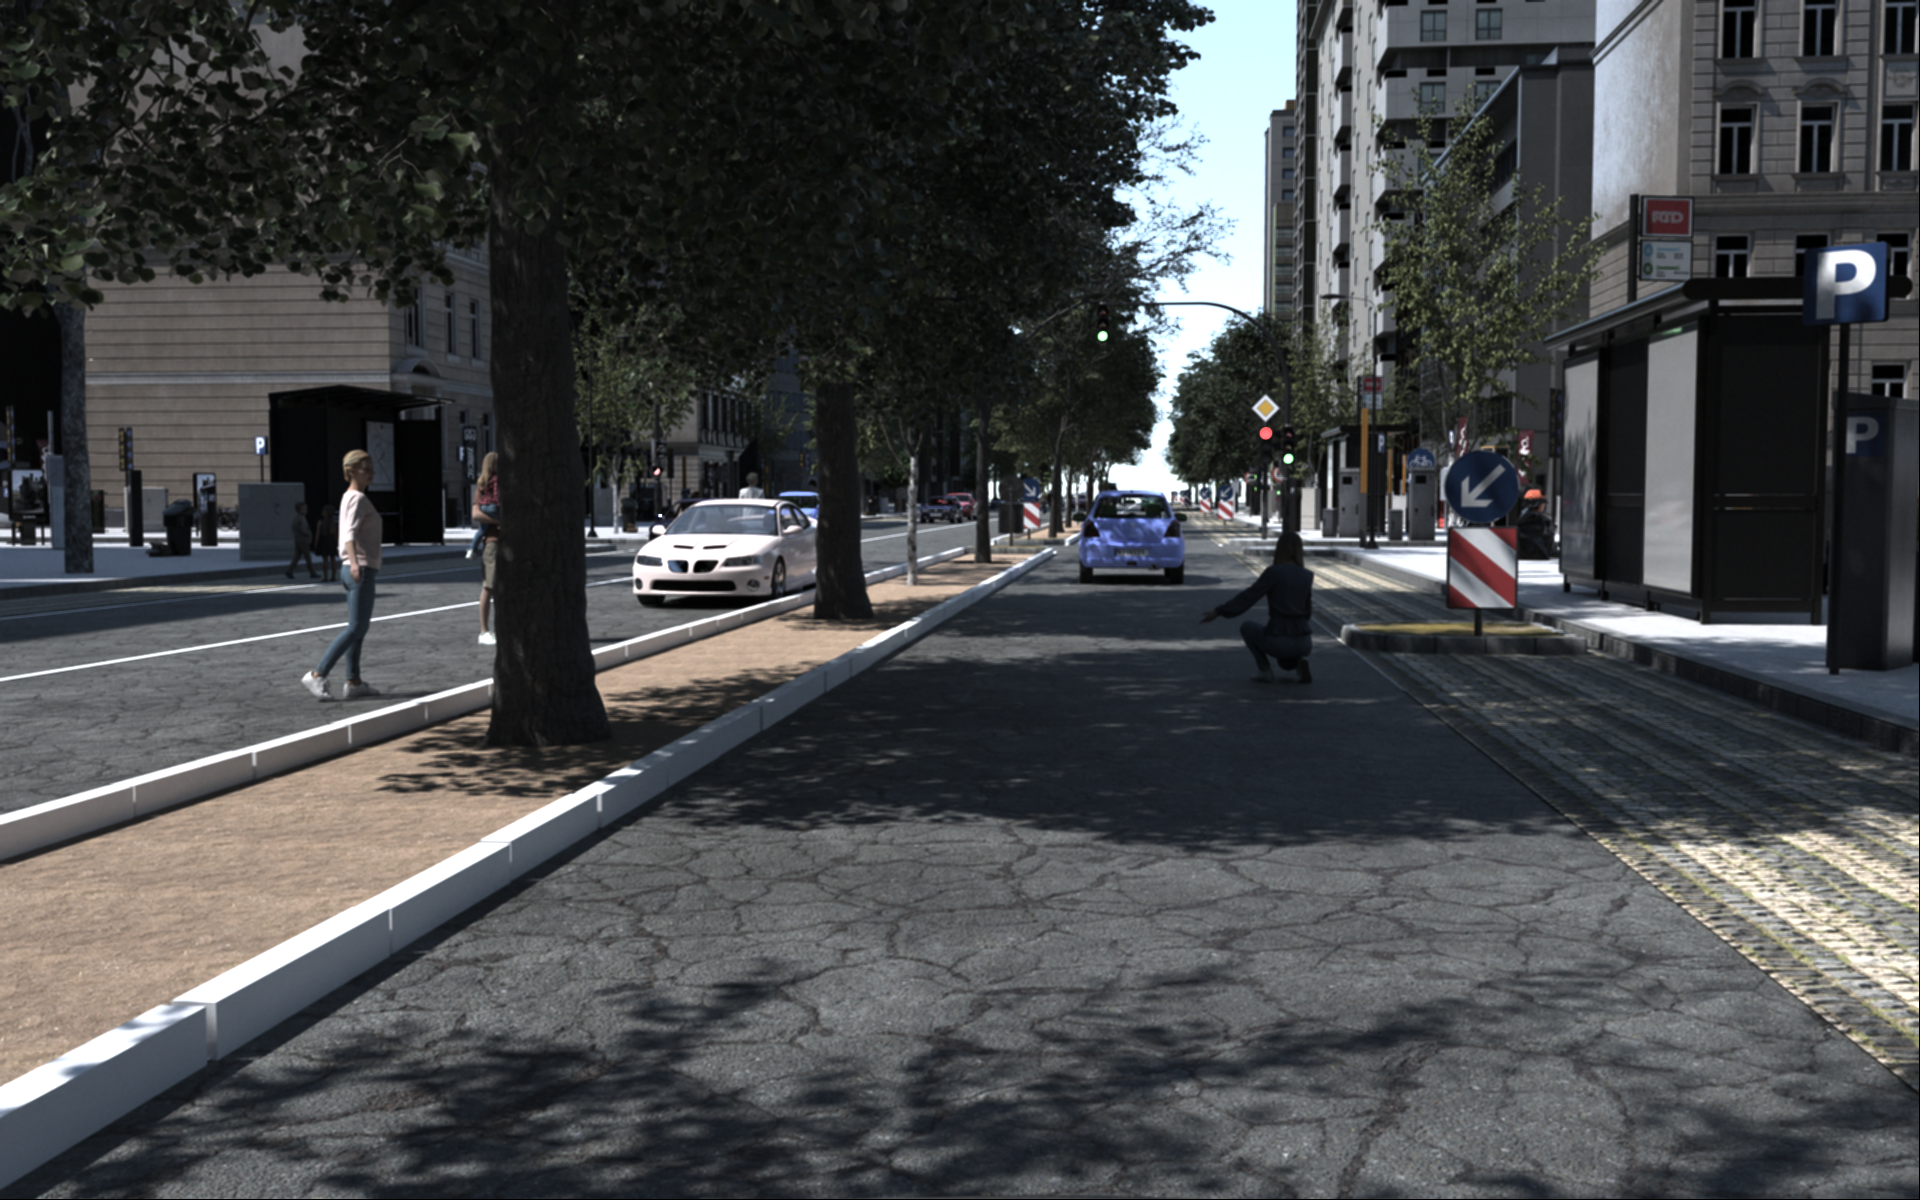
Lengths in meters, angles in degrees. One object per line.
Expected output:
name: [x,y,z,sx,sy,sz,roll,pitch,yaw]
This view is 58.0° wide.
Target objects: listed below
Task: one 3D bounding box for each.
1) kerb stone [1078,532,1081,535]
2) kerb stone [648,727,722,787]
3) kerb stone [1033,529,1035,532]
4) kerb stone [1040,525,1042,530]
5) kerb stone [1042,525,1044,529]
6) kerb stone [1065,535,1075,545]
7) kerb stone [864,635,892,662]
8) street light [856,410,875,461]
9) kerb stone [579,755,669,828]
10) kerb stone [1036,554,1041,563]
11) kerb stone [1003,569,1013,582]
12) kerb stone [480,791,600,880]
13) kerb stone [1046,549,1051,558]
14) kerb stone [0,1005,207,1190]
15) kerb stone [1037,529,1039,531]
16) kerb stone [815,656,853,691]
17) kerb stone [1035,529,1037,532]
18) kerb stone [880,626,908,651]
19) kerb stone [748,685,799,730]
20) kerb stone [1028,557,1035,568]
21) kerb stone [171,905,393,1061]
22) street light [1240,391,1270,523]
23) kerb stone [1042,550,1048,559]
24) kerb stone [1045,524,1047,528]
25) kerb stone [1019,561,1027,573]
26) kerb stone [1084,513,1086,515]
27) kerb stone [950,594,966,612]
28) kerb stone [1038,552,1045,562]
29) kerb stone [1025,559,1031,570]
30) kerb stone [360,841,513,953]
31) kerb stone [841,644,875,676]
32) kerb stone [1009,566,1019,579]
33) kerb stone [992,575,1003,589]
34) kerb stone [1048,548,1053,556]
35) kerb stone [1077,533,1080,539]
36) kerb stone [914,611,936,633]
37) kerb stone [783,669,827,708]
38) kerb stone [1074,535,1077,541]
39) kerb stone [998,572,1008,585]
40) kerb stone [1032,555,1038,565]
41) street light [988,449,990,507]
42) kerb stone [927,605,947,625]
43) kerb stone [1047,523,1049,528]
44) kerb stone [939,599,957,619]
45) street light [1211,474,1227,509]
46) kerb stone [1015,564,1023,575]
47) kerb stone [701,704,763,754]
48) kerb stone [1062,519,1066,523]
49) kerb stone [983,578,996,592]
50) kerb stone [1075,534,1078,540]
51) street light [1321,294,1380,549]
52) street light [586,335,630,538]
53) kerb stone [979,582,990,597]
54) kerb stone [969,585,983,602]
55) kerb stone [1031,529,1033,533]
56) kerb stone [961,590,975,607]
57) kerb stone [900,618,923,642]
kerb stone: [3.644,-1.961,54.370,0.120,0.150,1.000,0,4,6]
kerb stone: [-1.428,0.810,8.947,0.120,0.150,1.000,0,4,6]
kerb stone: [2.574,-2.540,63.742,0.120,0.150,1.000,0,4,6]
kerb stone: [3.033,-2.788,67.814,0.120,0.150,1.000,0,4,6]
kerb stone: [3.147,-2.853,68.838,0.120,0.150,1.000,0,4,6]
kerb stone: [3.185,-1.715,50.301,0.120,0.150,1.000,0,4,6]
kerb stone: [-0.750,0.440,15.071,0.120,0.150,1.000,0,4,6]
street light: [-5.184,-7.564,96.212,1.470,5.913,1.316,0,4,6]
kerb stone: [-1.540,0.873,7.926,0.120,0.150,1.000,0,4,6]
kerb stone: [1.522,-0.805,35.427,0.120,0.150,1.000,0,4,6]
kerb stone: [0.731,-0.373,28.301,0.120,0.150,1.000,0,4,6]
kerb stone: [-1.664,0.935,6.910,0.120,0.150,1.000,0,4,6]
kerb stone: [1.870,-0.991,38.486,0.120,0.150,1.000,0,4,6]
kerb stone: [-2.004,1.123,3.853,0.120,0.150,1.000,0,4,6]
kerb stone: [2.805,-2.666,65.777,0.120,0.150,1.000,0,4,6]
kerb stone: [-0.972,0.560,13.033,0.120,0.150,1.000,0,4,6]
kerb stone: [2.685,-2.603,64.762,0.120,0.150,1.000,0,4,6]
kerb stone: [-0.639,0.374,16.088,0.120,0.150,1.000,0,4,6]
kerb stone: [-1.198,0.686,10.986,0.120,0.150,1.000,0,4,6]
kerb stone: [1.298,-0.682,33.384,0.120,0.150,1.000,0,4,6]
kerb stone: [-1.882,1.059,4.877,0.120,0.150,1.000,0,4,6]
street light: [13.308,-6.460,78.165,1.470,5.913,1.316,0,4,6]
kerb stone: [1.755,-0.934,37.468,0.120,0.150,1.000,0,4,6]
kerb stone: [3.373,-2.974,70.878,0.120,0.150,1.000,0,4,6]
kerb stone: [1.076,-0.560,31.351,0.120,0.150,1.000,0,4,6]
kerb stone: [8.837,-5.960,119.759,0.120,0.150,1.000,0,4,6]
kerb stone: [-0.069,0.063,21.172,0.120,0.150,1.000,0,4,6]
kerb stone: [1.642,-0.872,36.450,0.120,0.150,1.000,0,4,6]
kerb stone: [1.183,-0.621,32.368,0.120,0.150,1.000,0,4,6]
kerb stone: [-1.772,1.003,5.894,0.120,0.150,1.000,0,4,6]
kerb stone: [-0.853,0.498,14.048,0.120,0.150,1.000,0,4,6]
kerb stone: [0.852,-0.436,29.316,0.120,0.150,1.000,0,4,6]
kerb stone: [0.508,-0.249,26.268,0.120,0.150,1.000,0,4,6]
kerb stone: [1.984,-1.058,39.502,0.120,0.150,1.000,0,4,6]
kerb stone: [3.525,-1.899,53.353,0.120,0.150,1.000,0,4,6]
kerb stone: [-0.404,0.249,18.123,0.120,0.150,1.000,0,4,6]
kerb stone: [-1.092,0.623,12.008,0.120,0.150,1.000,0,4,6]
kerb stone: [3.300,-1.781,51.317,0.120,0.150,1.000,0,4,6]
kerb stone: [0.617,-0.305,27.285,0.120,0.150,1.000,0,4,6]
kerb stone: [1.406,-0.747,34.404,0.120,0.150,1.000,0,4,6]
street light: [3.357,-12.283,173.362,1.470,5.913,1.316,0,4,6]
kerb stone: [-0.295,0.187,19.140,0.120,0.150,1.000,0,4,6]
kerb stone: [3.485,-3.040,71.894,0.120,0.150,1.000,0,4,6]
kerb stone: [-0.178,0.125,20.155,0.120,0.150,1.000,0,4,6]
street light: [18.441,-9.221,123.298,1.470,5.913,1.316,0,4,6]
kerb stone: [0.954,-0.498,30.336,0.120,0.150,1.000,0,4,6]
kerb stone: [-1.322,0.748,9.963,0.120,0.150,1.000,0,4,6]
kerb stone: [5.529,-4.157,90.215,0.120,0.150,1.000,0,4,6]
kerb stone: [0.383,-0.186,25.244,0.120,0.150,1.000,0,4,6]
kerb stone: [3.414,-1.844,52.337,0.120,0.150,1.000,0,4,6]
street light: [9.064,-4.141,40.246,1.470,5.913,1.316,0,4,6]
street light: [-10.291,-4.784,50.757,1.470,5.913,1.316,0,4,6]
kerb stone: [0.277,-0.118,24.228,0.120,0.150,1.000,0,4,6]
kerb stone: [0.168,-0.062,23.211,0.120,0.150,1.000,0,4,6]
kerb stone: [2.461,-2.479,62.723,0.120,0.150,1.000,0,4,6]
kerb stone: [0.049,0.004,22.189,0.120,0.150,1.000,0,4,6]
kerb stone: [-0.519,0.318,17.108,0.120,0.150,1.000,0,4,6]
